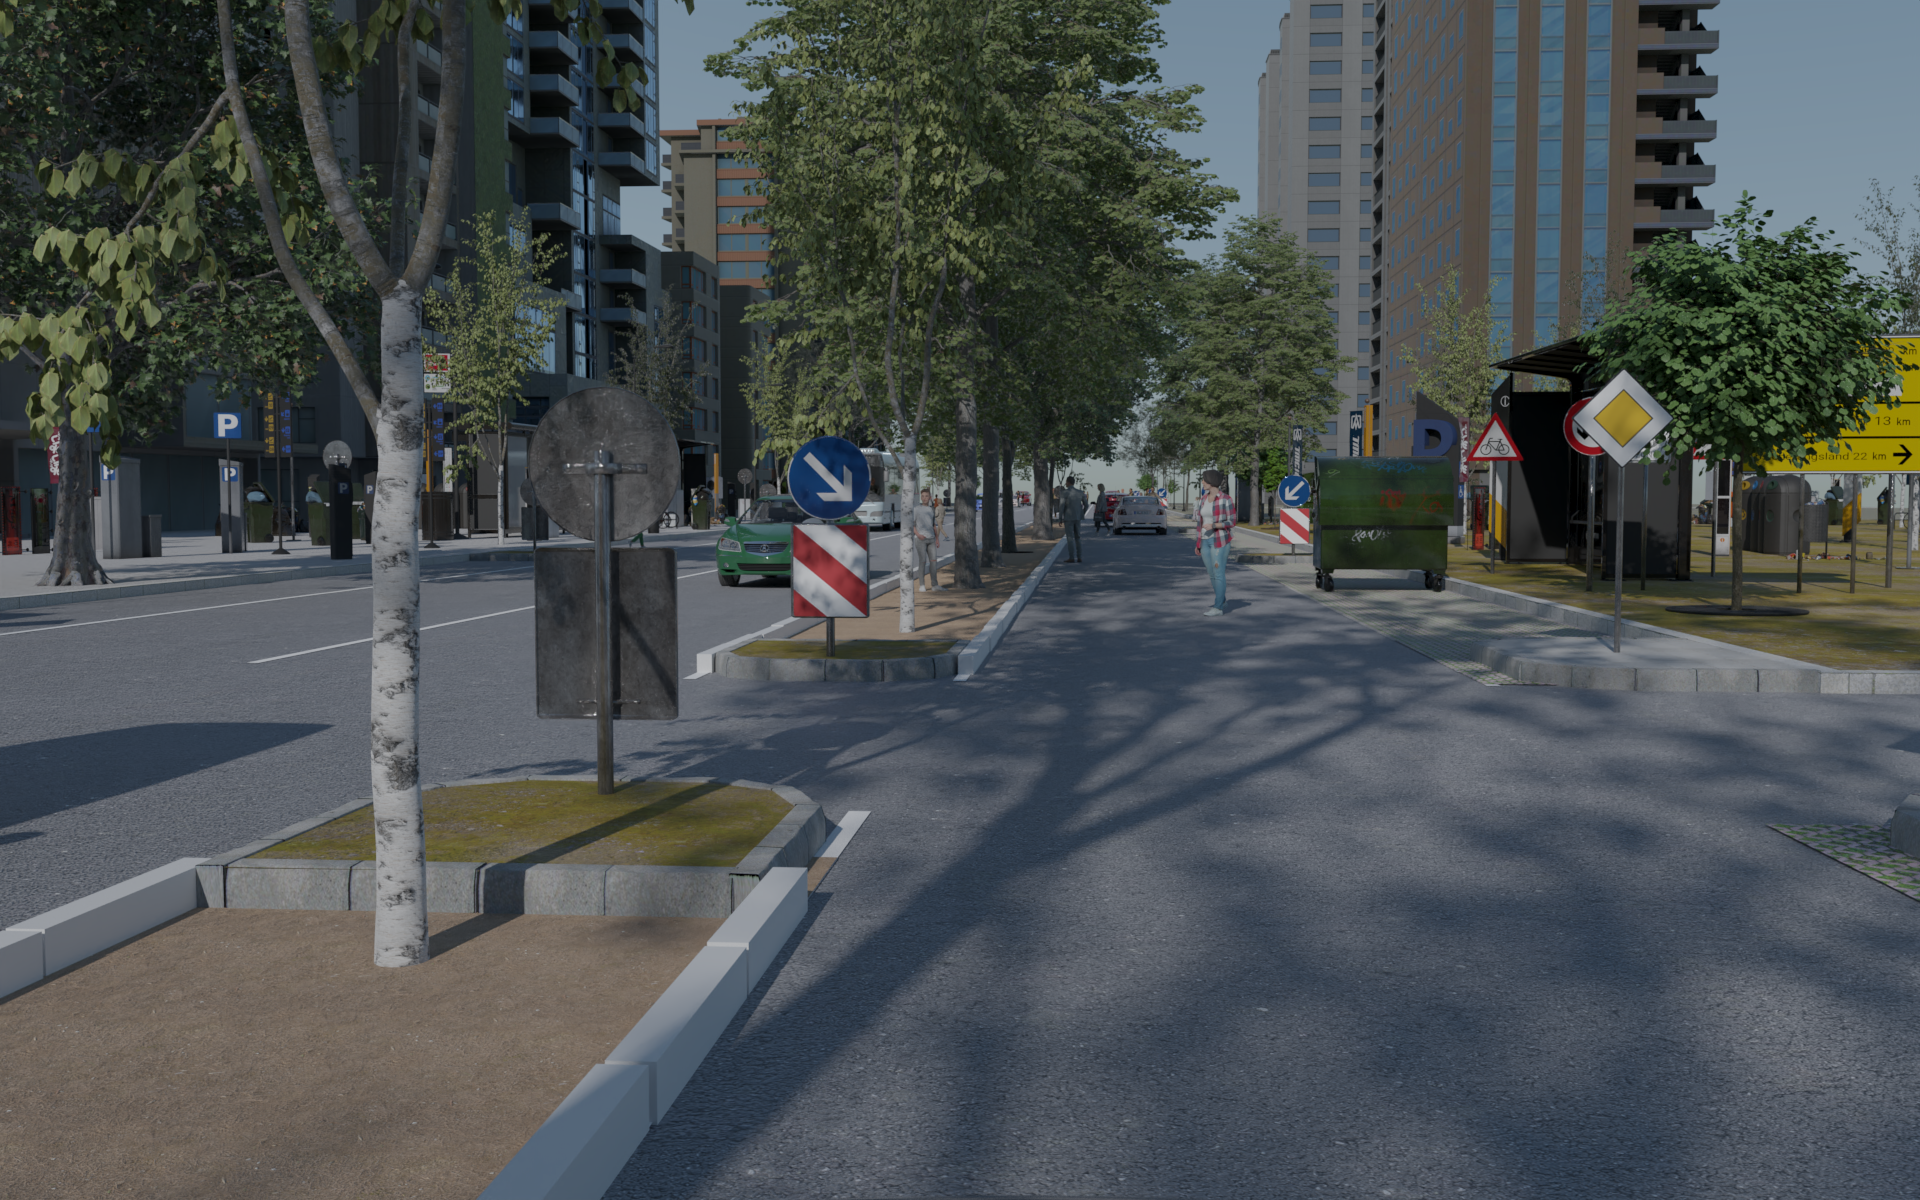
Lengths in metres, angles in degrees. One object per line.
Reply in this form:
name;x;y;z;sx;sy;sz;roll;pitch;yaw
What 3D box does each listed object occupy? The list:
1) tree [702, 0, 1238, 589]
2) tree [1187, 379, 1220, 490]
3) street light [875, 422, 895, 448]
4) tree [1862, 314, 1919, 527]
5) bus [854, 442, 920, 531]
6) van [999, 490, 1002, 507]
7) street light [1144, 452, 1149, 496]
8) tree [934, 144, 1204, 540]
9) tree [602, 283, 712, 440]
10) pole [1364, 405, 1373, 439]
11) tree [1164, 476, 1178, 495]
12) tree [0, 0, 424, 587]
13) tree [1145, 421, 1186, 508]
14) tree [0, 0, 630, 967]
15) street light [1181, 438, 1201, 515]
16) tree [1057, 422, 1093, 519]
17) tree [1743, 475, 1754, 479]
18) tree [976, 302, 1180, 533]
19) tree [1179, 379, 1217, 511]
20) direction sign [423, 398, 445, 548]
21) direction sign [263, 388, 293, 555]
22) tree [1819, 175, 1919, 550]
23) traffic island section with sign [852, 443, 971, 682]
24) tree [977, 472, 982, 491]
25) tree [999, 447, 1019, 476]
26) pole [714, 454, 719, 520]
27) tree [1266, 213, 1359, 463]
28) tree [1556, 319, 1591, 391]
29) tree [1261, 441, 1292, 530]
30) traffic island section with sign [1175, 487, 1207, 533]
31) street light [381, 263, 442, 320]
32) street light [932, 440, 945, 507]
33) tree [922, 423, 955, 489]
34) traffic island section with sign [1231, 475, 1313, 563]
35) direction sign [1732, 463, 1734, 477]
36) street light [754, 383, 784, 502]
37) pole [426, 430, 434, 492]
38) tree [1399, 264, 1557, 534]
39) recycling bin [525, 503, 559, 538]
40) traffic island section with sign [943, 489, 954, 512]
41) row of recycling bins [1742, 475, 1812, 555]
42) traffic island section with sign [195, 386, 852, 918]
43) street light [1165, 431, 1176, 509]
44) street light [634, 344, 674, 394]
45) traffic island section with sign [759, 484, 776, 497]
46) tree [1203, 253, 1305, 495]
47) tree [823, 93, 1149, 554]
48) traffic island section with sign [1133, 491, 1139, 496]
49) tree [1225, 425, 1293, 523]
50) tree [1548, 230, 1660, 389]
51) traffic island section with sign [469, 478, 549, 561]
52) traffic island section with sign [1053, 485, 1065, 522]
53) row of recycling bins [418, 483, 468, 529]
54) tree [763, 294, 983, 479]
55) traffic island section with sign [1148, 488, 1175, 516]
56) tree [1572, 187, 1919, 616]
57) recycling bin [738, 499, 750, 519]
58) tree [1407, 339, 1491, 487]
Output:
tree;0.175;-6.407;25.340;7.486;12.596;7.792;0;3;0
tree;14.979;-9.234;101.345;4.737;8.622;4.395;0;3;0
street light;-4.873;-8.484;111.261;1.470;5.913;1.316;0;4;5
tree;36.366;-7.117;66.728;4.737;8.622;4.395;0;3;0
bus;-3.635;-4.617;70.354;2.948;3.499;13.247;0;4;5
van;3.411;-9.281;158.753;2.013;2.044;4.112;0;4;6
street light;21.063;-13.279;189.646;1.470;5.913;1.316;0;4;5
tree;2.568;-8.808;53.130;9.857;13.997;8.962;0;3;0
tree;-10.827;-6.778;61.175;4.360;8.622;3.978;0;3;0
pole;9.362;-2.811;39.798;0.158;3.312;0.155;0;3;0
tree;22.179;-11.404;181.053;1.663;3.219;1.824;0;3;0
tree;-12.472;-6.561;24.287;9.611;12.733;9.660;0;3;0
tree;19.210;-12.840;160.303;4.360;8.622;3.978;0;3;0
tree;-1.723;-3.207;5.261;4.737;8.622;4.395;0;3;0
street light;14.437;-8.285;107.995;1.470;5.913;1.316;0;4;5
tree;5.157;-8.250;87.709;4.360;8.622;3.978;0;3;0
tree;38.662;-8.224;84.829;4.360;8.622;3.978;0;3;0
tree;3.164;-7.655;62.026;8.767;10.594;7.601;0;4;5
tree;17.939;-12.239;134.524;7.601;10.594;8.767;1;4;15
direction sign;-12.520;-2.994;40.956;0.876;3.537;0.379;2;4;26
direction sign;-14.448;-2.737;36.742;0.876;3.537;0.379;2;4;31
tree;21.601;-5.441;39.330;4.360;8.622;3.978;0;3;0
traffic island section with sign;-0.965;-0.371;14.197;2.006;1.907;1.989;0;4;5
tree;0.962;-13.551;205.273;4.285;4.588;4.351;0;3;0
tree;3.835;-20.307;242.394;12.009;13.543;11.850;0;3;0
pole;-12.250;-5.705;87.117;0.158;3.312;0.155;0;3;0
tree;12.356;-9.296;70.114;7.486;12.596;7.792;0;3;0
tree;25.450;-7.445;72.085;4.737;8.622;4.395;0;3;0
tree;11.387;-4.168;62.741;1.663;3.219;1.824;0;3;0
traffic island section with sign;9.053;-3.371;63.745;1.989;1.847;2.006;0;4;5
street light;-11.106;-3.819;34.980;1.470;5.913;1.316;0;4;5
street light;-1.809;-10.845;149.857;1.470;5.913;1.316;0;4;5
tree;-2.076;-13.223;166.558;4.360;8.622;3.978;0;3;0
traffic island section with sign;6.851;-1.706;36.513;1.989;1.847;2.006;0;4;5
direction sign;34.309;-5.247;77.783;0.876;3.537;0.379;1;4;17
street light;-8.089;-6.137;72.886;1.470;5.913;1.316;0;4;5
pole;-16.787;-3.732;54.860;0.158;3.312;0.155;0;3;0
tree;16.032;-6.393;54.888;4.737;8.622;4.395;0;3;0
recycling bin;-12.201;-2.326;50.586;0.722;1.027;0.722;1;4;18
traffic island section with sign;-1.024;-8.151;141.891;1.989;1.847;2.006;0;4;5
row of recycling bins;17.884;-1.894;38.078;1.069;1.692;3.534;1;4;12
traffic island section with sign;-1.574;0.081;6.815;2.006;1.907;1.989;0;4;5
street light;15.898;-9.454;127.110;1.470;5.913;1.316;0;4;5
street light;-9.579;-4.978;53.931;1.470;5.913;1.316;0;4;5
traffic island section with sign;-7.260;-3.452;65.076;1.989;1.847;2.006;0;4;5
tree;14.005;-11.283;91.137;9.857;13.997;8.962;0;3;0
tree;1.087;-6.942;41.710;9.928;11.665;9.643;0;3;0
traffic island section with sign;15.311;-8.075;140.648;1.989;1.847;2.006;0;4;5
tree;13.473;-5.717;77.183;4.285;4.588;4.351;0;3;0
tree;18.816;-6.047;49.231;4.360;8.622;3.978;0;3;0
traffic island section with sign;-9.468;-1.796;37.985;1.989;1.847;2.006;0;4;5
traffic island section with sign;5.112;-4.951;89.090;2.006;1.907;1.989;0;4;5
row of recycling bins;-18.569;-3.472;63.876;3.534;1.692;1.069;-3;4;-37
tree;-6.812;-11.732;102.193;12.009;13.543;11.850;0;3;0
traffic island section with sign;13.102;-6.413;113.479;1.989;1.847;2.006;0;4;5
tree;8.456;-2.146;18.801;4.285;4.588;4.351;0;3;0
recycling bin;-10.986;-4.676;89.006;0.722;1.027;0.722;-1;4;-15
tree;22.966;-8.012;81.353;4.360;8.622;3.978;0;3;0
